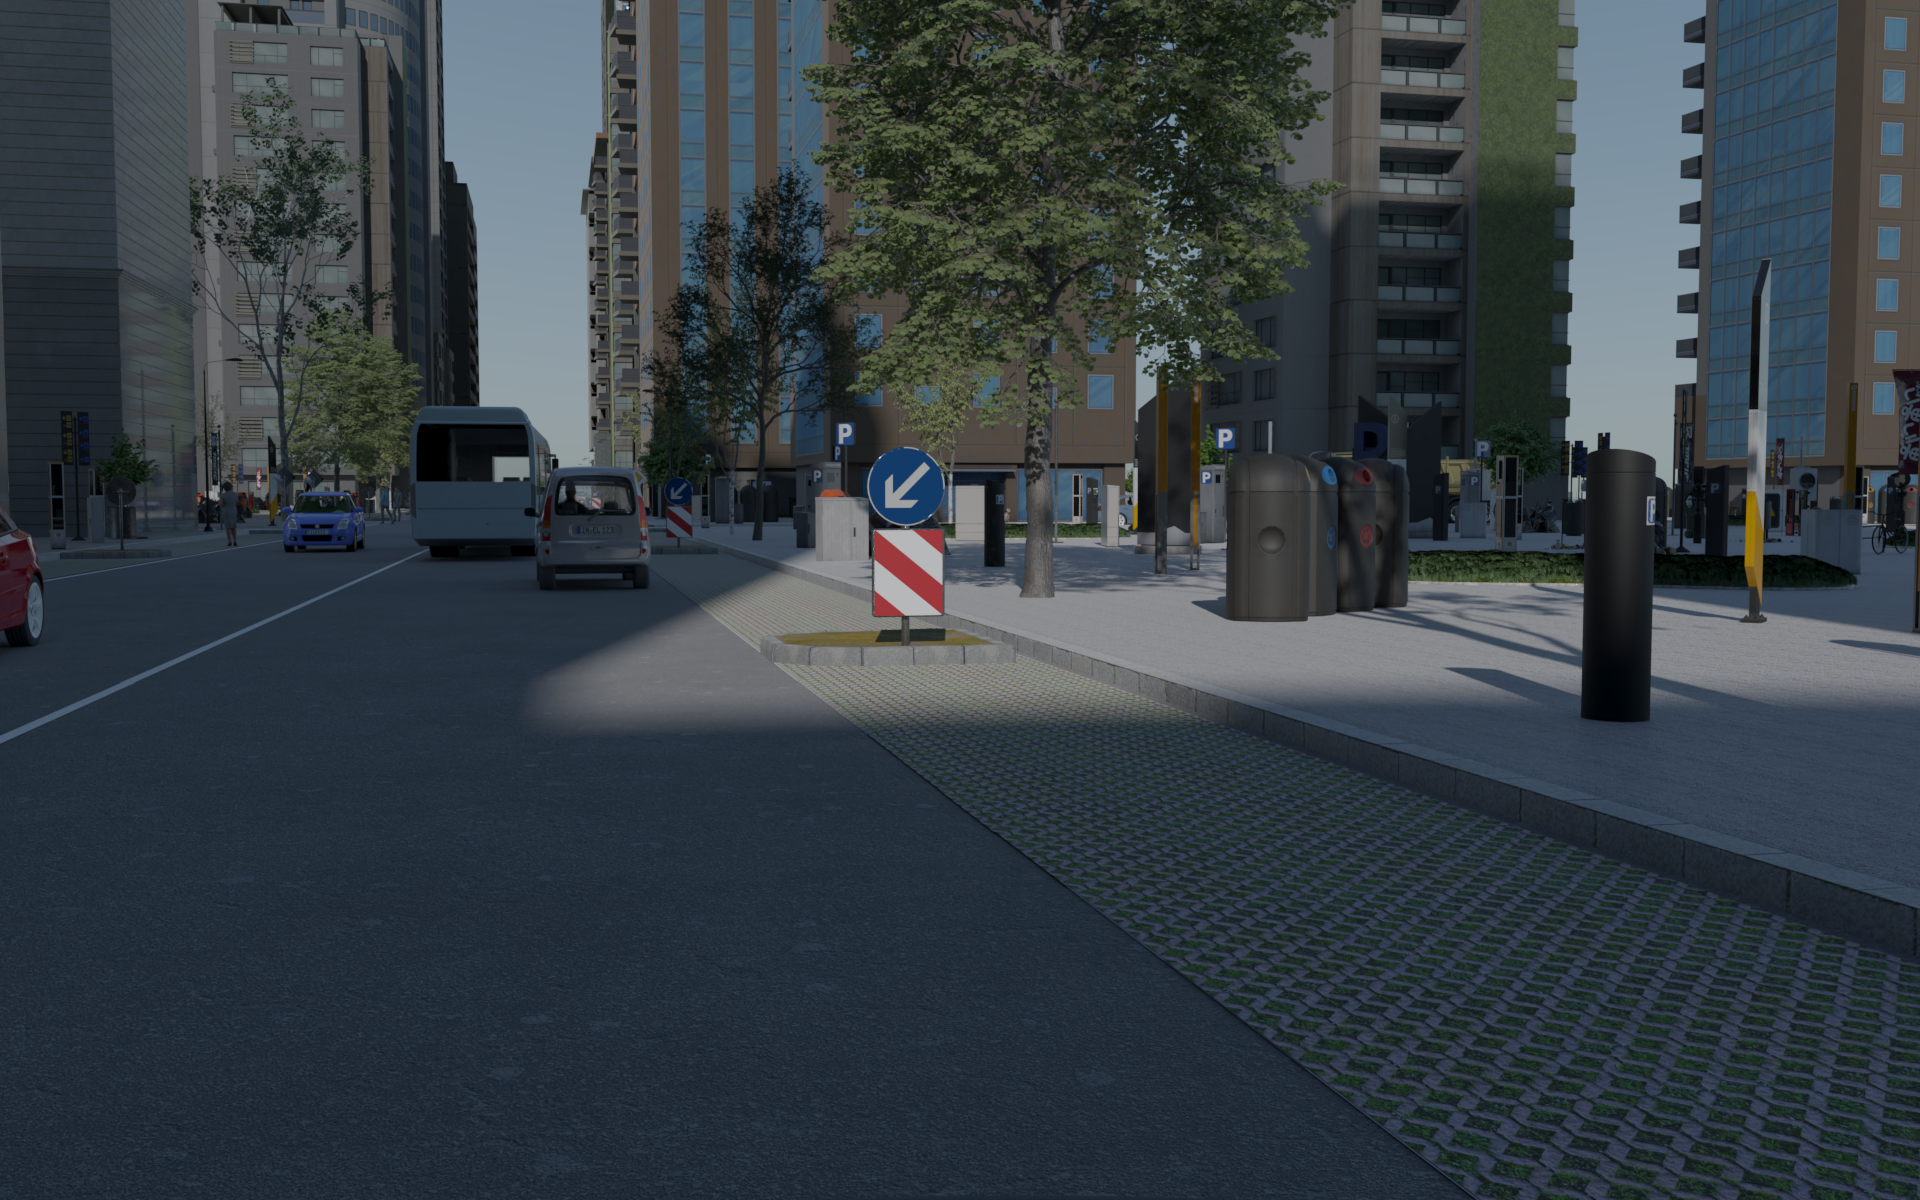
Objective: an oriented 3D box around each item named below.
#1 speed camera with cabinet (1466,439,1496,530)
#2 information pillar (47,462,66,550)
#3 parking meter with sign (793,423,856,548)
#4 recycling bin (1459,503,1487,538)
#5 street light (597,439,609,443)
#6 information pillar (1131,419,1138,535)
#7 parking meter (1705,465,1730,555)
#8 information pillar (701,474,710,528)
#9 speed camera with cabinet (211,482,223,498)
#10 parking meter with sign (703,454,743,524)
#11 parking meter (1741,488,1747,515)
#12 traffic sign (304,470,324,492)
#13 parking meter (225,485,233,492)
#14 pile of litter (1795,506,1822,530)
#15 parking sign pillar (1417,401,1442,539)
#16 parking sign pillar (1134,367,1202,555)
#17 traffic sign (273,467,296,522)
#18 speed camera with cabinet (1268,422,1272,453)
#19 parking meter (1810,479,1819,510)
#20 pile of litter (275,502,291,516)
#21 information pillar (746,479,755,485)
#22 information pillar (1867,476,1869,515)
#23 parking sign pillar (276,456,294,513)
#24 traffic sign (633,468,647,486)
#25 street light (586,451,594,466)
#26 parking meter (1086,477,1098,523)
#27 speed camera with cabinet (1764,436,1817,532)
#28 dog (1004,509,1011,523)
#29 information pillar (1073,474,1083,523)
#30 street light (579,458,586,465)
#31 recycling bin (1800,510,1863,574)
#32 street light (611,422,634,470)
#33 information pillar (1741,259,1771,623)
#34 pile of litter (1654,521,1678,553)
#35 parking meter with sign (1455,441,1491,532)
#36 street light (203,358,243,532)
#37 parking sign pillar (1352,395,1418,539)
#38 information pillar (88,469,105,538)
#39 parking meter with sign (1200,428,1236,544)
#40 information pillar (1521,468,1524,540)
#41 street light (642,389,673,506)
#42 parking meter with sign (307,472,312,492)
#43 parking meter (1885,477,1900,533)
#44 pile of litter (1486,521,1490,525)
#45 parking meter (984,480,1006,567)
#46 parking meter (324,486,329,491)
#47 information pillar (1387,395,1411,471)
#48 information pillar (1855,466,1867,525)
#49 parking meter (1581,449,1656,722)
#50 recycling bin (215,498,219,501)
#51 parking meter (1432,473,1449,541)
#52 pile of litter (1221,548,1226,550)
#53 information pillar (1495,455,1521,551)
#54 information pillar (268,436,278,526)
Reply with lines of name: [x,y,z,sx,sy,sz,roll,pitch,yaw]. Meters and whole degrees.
speed camera with cabinet: [18.963,-4.106,61.465,0.660,3.252,2.038,-3,4,-36]
information pillar: [-20.920,-2.179,40.117,0.304,2.012,0.304,-2,4,-34]
parking meter with sign: [-3.251,-2.779,41.699,0.543,3.016,1.738,2,4,34]
recycling bin: [14.977,-2.327,50.597,0.722,1.027,0.722,1,4,12]
street light: [-31.208,-11.009,152.539,1.470,5.913,1.316,-1,4,-13]
information pillar: [5.658,-3.864,54.537,0.504,3.616,0.183,-2,4,-27]
parking meter: [15.249,-1.786,34.909,0.255,1.863,0.399,-3,5,-41]
information pillar: [-9.539,-3.696,64.918,0.304,2.012,0.304,0,4,1]
speed camera with cabinet: [-55.235,-8.222,128.759,0.660,3.252,2.038,-1,4,-14]
parking meter with sign: [-10.176,-4.799,74.730,1.738,3.016,0.543,2,4,23]
parking meter: [32.998,-3.930,72.661,0.372,1.533,0.369,0,3,0]
traffic sign: [-26.371,-4.103,70.731,0.795,2.450,0.064,-1,4,-13]
parking meter: [-45.152,-6.195,107.007,0.255,1.863,0.399,3,5,40]
pile of litter: [30.153,-2.907,61.488,1.719,0.858,1.176,0,4,-6]
parking sign pillar: [13.309,-3.778,50.242,1.447,3.967,1.447,-2,4,-27]
parking sign pillar: [4.468,-2.975,37.119,1.447,3.967,1.447,3,4,36]
traffic sign: [-24.544,-3.628,62.957,0.795,2.450,0.064,-1,4,-13]
speed camera with cabinet: [9.158,-3.232,47.180,2.038,3.252,0.660,2,4,27]
parking meter: [33.425,-3.797,67.787,0.255,1.863,0.399,2,4,23]
pile of litter: [-39.628,-5.373,101.820,1.719,0.858,1.176,2,4,31]
information pillar: [-10.377,-4.981,85.936,0.304,2.012,0.304,3,5,44]
information pillar: [37.681,-4.146,72.283,0.304,2.012,0.304,0,4,7]
parking sign pillar: [-47.072,-8.071,120.430,1.447,3.967,1.447,-2,4,-27]
traffic sign: [-12.278,-3.802,65.807,0.795,2.450,0.064,-1,4,-13]
street light: [-39.283,-13.123,187.100,1.470,5.913,1.316,-1,4,-13]
parking meter: [4.571,-3.311,59.844,0.255,1.863,0.399,-3,4,-36]
speed camera with cabinet: [28.026,-3.951,58.935,2.038,3.252,0.660,0,4,-2]
dog: [1.917,-3.466,73.504,0.513,0.831,0.800,0,3,0]
information pillar: [4.348,-3.639,63.989,0.304,2.012,0.304,2,4,23]
street light: [-49.756,-15.837,231.482,1.470,5.913,1.316,-1,4,-13]
recycling bin: [14.082,-0.945,28.005,0.722,1.027,0.722,0,4,7]
street light: [-21.633,-8.512,111.712,1.470,5.913,1.316,-1,4,-13]
information pillar: [7.908,-1.579,17.173,0.183,3.616,0.504,2,4,34]
pile of litter: [13.165,-1.123,32.321,1.176,0.858,1.719,2,4,28]
parking meter with sign: [16.935,-3.742,57.446,0.543,3.016,1.738,0,4,-8]
street light: [-25.144,-5.294,59.100,1.470,5.913,1.316,-1,4,-13]
parking sign pillar: [11.262,-3.568,46.805,1.447,3.967,1.447,-3,5,-45]
information pillar: [-25.332,-2.835,50.839,0.304,2.012,0.304,3,4,38]
parking meter with sign: [6.550,-2.991,45.170,0.543,3.016,1.738,2,4,35]
information pillar: [15.513,-2.686,48.404,0.304,2.012,0.304,-1,4,-16]
street light: [-13.372,-6.384,76.925,1.470,5.913,1.316,-1,4,-13]
parking meter with sign: [-51.178,-8.546,135.995,0.543,3.016,1.738,0,4,-5]
parking meter: [31.140,-3.184,57.776,0.255,1.863,0.399,-1,4,-17]
pile of litter: [22.329,-3.474,70.771,1.719,0.858,1.176,3,4,39]
parking meter: [0.612,-1.356,30.589,0.372,1.533,0.369,0,3,0]
parking meter: [-47.957,-7.683,131.327,0.399,1.863,0.255,-1,4,-10]
information pillar: [10.357,-3.044,41.125,0.504,3.616,0.183,-1,4,-20]
information pillar: [23.252,-2.478,45.003,0.304,2.012,0.304,1,4,9]
parking meter: [3.751,-0.089,9.871,0.372,1.533,0.369,0,3,0]
recycling bin: [-53.111,-6.841,124.404,0.722,1.027,0.722,-1,4,-12]
parking meter: [13.169,-2.554,47.468,0.255,1.863,0.399,-2,4,-33]
pile of litter: [6.864,-1.563,39.512,1.719,0.858,1.176,2,4,24]
information pillar: [10.418,-1.744,33.010,0.304,2.012,0.304,-1,4,-10]
information pillar: [-27.704,-4.798,69.797,0.183,3.616,0.504,1,4,8]
